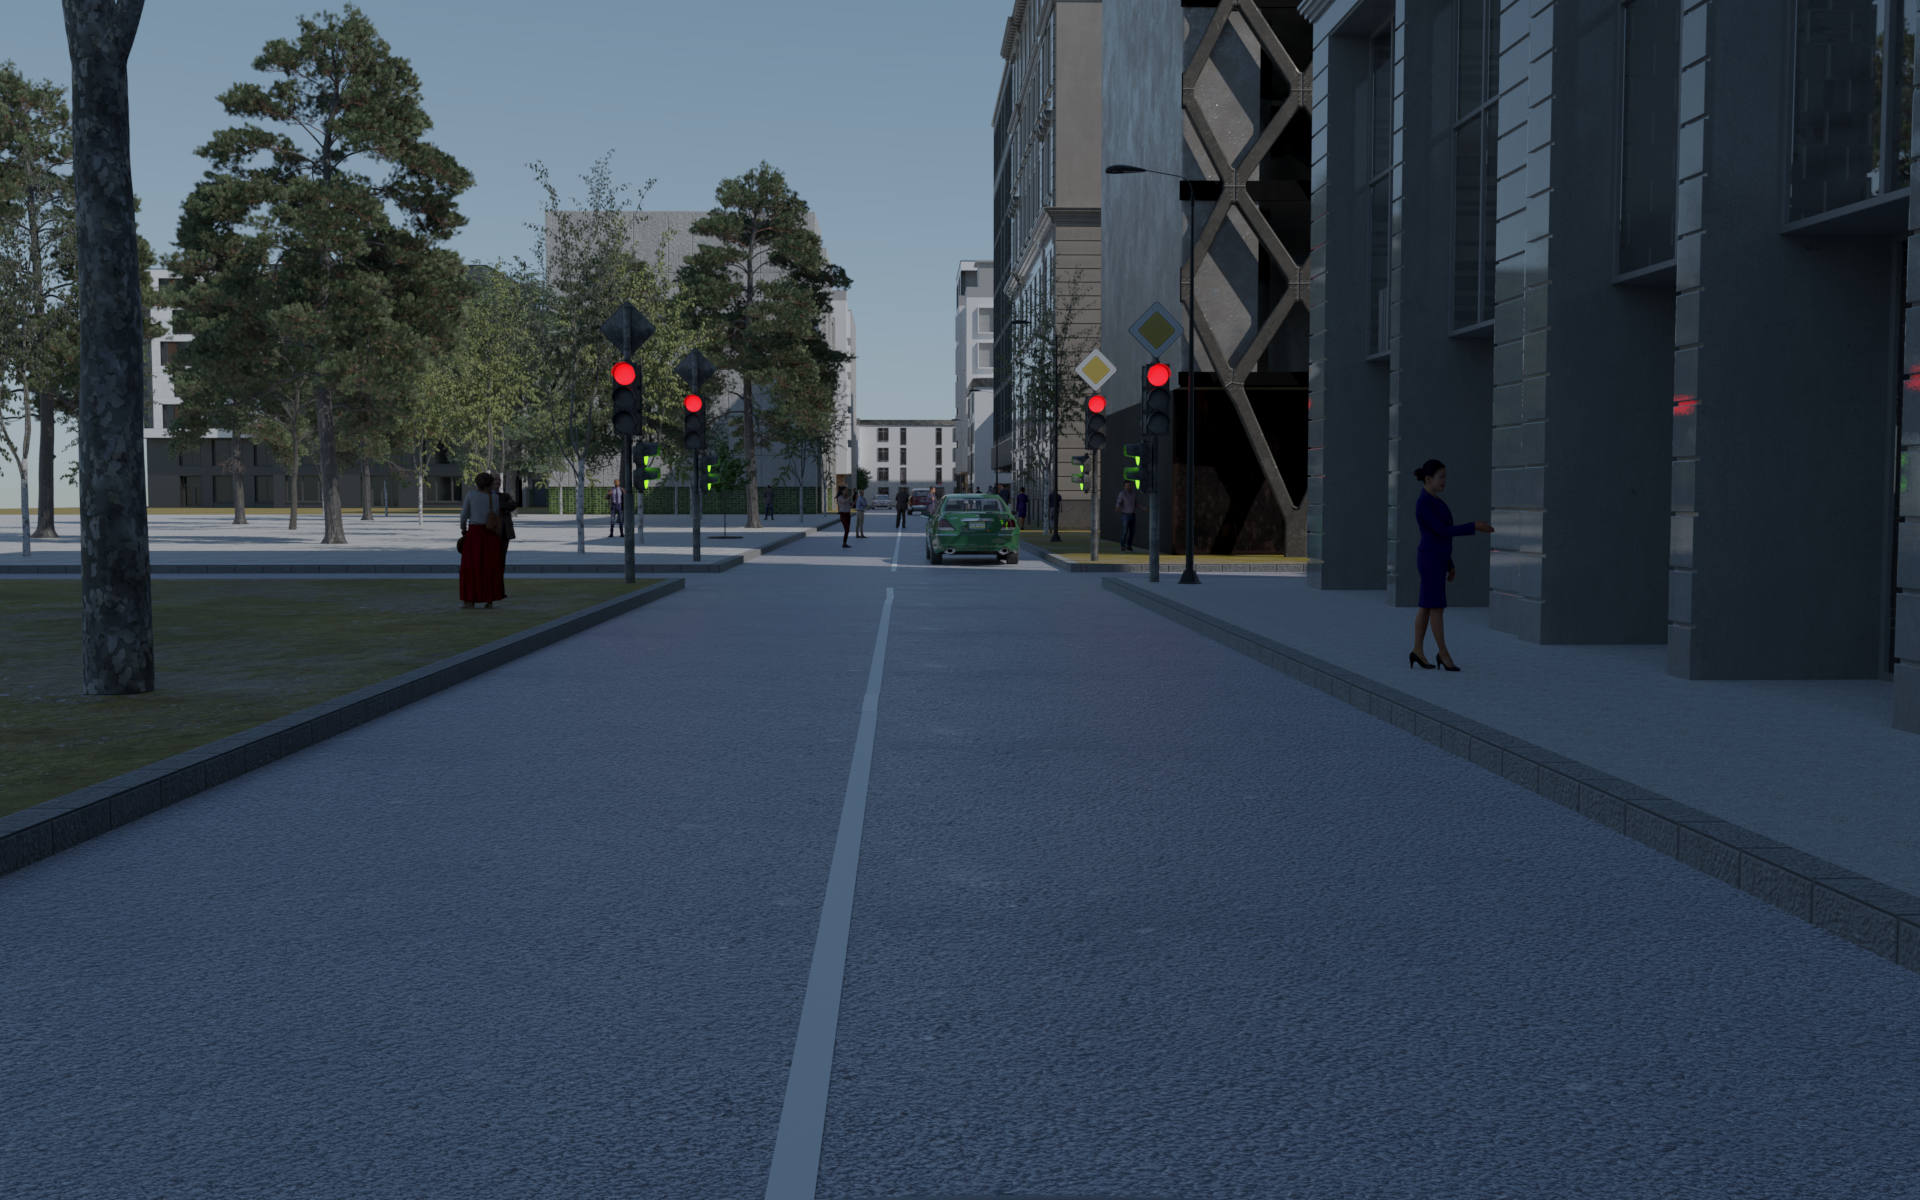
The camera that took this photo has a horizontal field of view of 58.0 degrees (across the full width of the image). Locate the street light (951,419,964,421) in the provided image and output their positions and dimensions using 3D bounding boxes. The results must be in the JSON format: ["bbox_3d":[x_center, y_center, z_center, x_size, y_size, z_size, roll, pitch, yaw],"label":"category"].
[{"bbox_3d":[0.150,-8.223,106.979,1.470,5.913,1.316,0,4,-2],"label":"street light"}]

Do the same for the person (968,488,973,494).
[{"bbox_3d":[0.807,-6.476,112.641,0.721,1.743,1.217,0,4,6],"label":"person"}]

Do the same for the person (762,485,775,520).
[{"bbox_3d":[-9.496,-4.844,86.062,0.655,1.722,0.431,0,4,-6],"label":"person"}]

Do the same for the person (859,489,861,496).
[{"bbox_3d":[-9.816,-10.158,172.644,0.721,1.766,1.217,-1,4,-15],"label":"person"}]

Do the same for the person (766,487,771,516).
[{"bbox_3d":[-11.239,-5.842,102.109,0.434,1.755,0.990,0,4,0],"label":"person"}]

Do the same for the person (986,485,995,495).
[{"bbox_3d":[1.625,-5.261,92.721,0.621,1.740,0.551,2,4,28],"label":"person"}]

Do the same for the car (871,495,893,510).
[{"bbox_3d":[-7.329,-9.153,162.016,2.083,1.381,4.827,0,4,-3],"label":"car"}]

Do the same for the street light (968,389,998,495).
[{"bbox_3d":[1.098,-6.377,76.797,1.470,5.913,1.316,0,4,-2],"label":"street light"}]

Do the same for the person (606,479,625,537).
[{"bbox_3d":[-10.127,-2.707,51.128,0.655,1.722,0.431,-1,4,-12],"label":"person"}]

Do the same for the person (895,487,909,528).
[{"bbox_3d":[-2.449,-3.904,73.013,0.565,1.739,0.600,-1,4,-21],"label":"person"}]

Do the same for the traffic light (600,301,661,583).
[{"bbox_3d":[-4.746,-2.180,24.883,0.839,4.213,0.868,0,4,-2],"label":"traffic light"}]

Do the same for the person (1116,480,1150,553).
[{"bbox_3d":[3.678,-1.823,37.809,0.963,1.587,0.435,-3,4,-38],"label":"person"}]

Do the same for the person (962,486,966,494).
[{"bbox_3d":[0.243,-6.984,120.309,0.705,1.814,1.350,0,4,2],"label":"person"}]

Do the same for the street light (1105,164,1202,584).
[{"bbox_3d":[2.744,-3.184,24.600,1.470,5.913,1.316,0,4,-2],"label":"street light"}]

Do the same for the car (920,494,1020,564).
[{"bbox_3d":[0.227,-1.525,36.736,2.131,1.459,4.920,0,4,-3],"label":"car"}]

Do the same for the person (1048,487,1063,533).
[{"bbox_3d":[3.055,-2.993,57.185,0.569,1.553,0.471,3,5,44],"label":"person"}]

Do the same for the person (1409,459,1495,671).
[{"bbox_3d":[3.561,-0.255,12.582,0.546,1.535,0.453,0,4,7],"label":"person"}]

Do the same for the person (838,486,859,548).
[{"bbox_3d":[-2.987,-2.221,46.279,0.517,1.644,0.566,-1,4,-17],"label":"person"}]

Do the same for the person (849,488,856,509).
[{"bbox_3d":[-9.386,-9.039,153.795,1.348,1.831,0.705,3,5,44],"label":"person"}]

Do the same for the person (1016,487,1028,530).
[{"bbox_3d":[2.200,-3.262,61.751,0.453,1.535,0.546,-1,4,-20],"label":"person"}]

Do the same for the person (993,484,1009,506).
[{"bbox_3d":[1.812,-3.970,71.874,0.541,1.710,0.530,-1,4,-23],"label":"person"}]

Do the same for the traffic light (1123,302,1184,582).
[{"bbox_3d":[2.811,-2.195,25.134,0.839,4.213,0.868,0,4,-2],"label":"traffic light"}]

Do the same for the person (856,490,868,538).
[{"bbox_3d":[-3.215,-2.805,56.425,0.319,1.574,0.516,-2,4,-25],"label":"person"}]

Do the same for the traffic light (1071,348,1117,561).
[{"bbox_3d":[2.562,-2.683,33.115,0.839,4.213,0.868,0,4,-2],"label":"traffic light"}]

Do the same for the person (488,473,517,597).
[{"bbox_3d":[-5.715,-0.805,21.467,0.482,1.546,0.388,-3,5,-40],"label":"person"}]

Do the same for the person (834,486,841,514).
[{"bbox_3d":[-7.709,-6.377,110.335,0.705,1.821,1.348,1,4,16],"label":"person"}]

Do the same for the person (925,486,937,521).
[{"bbox_3d":[-1.005,-3.123,60.489,0.541,1.710,0.530,-3,5,-42],"label":"person"}]

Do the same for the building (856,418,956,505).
[{"bbox_3d":[-11.359,-15.523,195.940,28.070,9.664,9.099,0,4,-2],"label":"building"}]

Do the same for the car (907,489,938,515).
[{"bbox_3d":[-2.616,-6.762,119.231,2.281,1.827,5.304,0,4,-3],"label":"car"}]

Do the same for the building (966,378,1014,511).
[{"bbox_3d":[5.465,-11.227,125.716,9.099,9.664,28.070,0,4,-2],"label":"building"}]

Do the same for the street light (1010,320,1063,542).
[{"bbox_3d":[2.033,-4.511,46.297,1.470,5.913,1.316,0,4,-2],"label":"street light"}]

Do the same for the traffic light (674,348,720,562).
[{"bbox_3d":[-4.995,-2.668,32.864,0.839,4.213,0.868,0,4,-2],"label":"traffic light"}]

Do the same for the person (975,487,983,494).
[{"bbox_3d":[1.100,-6.068,105.964,0.504,1.737,0.576,3,5,45],"label":"person"}]

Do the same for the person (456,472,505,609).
[{"bbox_3d":[-5.375,-0.666,19.405,0.523,1.526,0.387,-1,4,-12],"label":"person"}]
